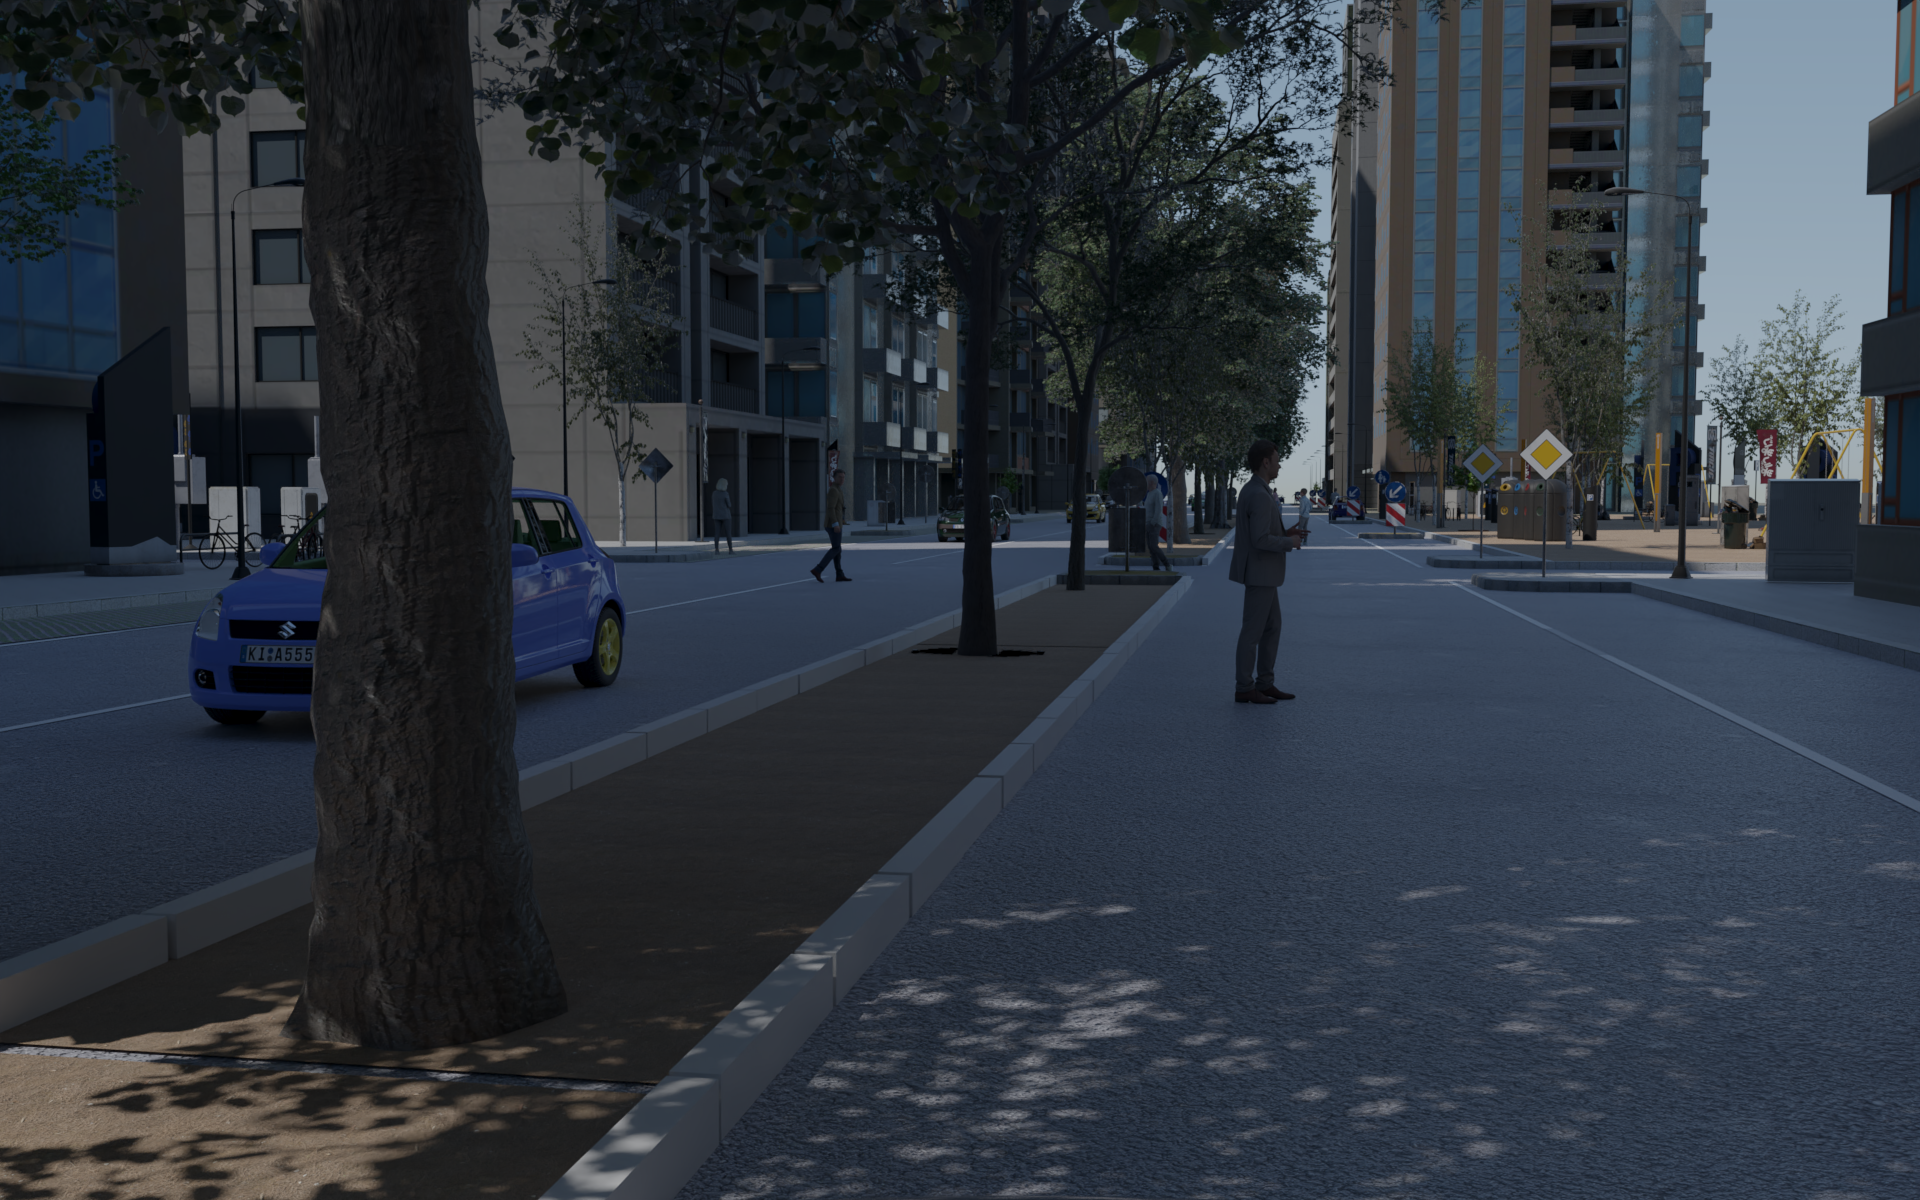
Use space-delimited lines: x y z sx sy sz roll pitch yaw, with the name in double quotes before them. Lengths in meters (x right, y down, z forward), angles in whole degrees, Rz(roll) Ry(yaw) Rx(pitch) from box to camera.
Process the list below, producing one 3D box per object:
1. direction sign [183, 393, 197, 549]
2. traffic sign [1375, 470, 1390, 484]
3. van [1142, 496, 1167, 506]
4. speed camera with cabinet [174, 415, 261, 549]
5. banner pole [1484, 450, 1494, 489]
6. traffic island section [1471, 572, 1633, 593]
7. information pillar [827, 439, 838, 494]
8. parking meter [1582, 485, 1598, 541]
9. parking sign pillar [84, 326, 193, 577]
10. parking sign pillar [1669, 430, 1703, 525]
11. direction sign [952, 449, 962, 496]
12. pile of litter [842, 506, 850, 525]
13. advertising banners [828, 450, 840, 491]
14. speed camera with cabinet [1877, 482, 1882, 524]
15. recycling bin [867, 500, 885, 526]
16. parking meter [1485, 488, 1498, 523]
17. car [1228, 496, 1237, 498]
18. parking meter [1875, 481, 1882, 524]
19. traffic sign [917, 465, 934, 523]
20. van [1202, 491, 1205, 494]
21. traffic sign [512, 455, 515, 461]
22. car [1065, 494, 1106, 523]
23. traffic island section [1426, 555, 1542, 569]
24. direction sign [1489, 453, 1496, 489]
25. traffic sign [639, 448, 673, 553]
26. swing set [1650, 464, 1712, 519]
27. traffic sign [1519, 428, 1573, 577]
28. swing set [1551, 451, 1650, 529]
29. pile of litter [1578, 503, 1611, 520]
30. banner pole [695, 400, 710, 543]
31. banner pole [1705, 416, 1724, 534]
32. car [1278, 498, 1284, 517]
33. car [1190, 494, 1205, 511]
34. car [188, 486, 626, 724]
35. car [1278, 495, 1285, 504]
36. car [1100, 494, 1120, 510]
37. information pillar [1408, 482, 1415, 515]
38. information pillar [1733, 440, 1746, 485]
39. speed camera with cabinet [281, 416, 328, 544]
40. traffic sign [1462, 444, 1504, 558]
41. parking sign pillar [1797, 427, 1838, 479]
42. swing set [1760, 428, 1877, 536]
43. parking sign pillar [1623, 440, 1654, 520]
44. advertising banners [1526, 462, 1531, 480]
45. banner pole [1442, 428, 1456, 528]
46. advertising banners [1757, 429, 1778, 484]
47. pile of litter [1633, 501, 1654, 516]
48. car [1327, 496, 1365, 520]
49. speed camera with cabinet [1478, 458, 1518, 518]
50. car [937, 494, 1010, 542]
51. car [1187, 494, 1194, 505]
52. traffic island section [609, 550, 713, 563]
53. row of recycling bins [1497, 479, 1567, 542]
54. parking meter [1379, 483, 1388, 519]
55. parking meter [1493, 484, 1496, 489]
"direction sign" -17.487 -2.891 39.267 0.379 3.537 0.876 -2 4 -32
"traffic sign" 22.222 -5.572 91.207 0.768 2.556 0.104 1 4 16
"van" 18.046 -9.527 160.151 2.240 2.365 5.245 1 4 12
"speed camera with cabinet" -17.506 -2.831 40.618 2.038 3.252 0.660 1 4 9
"banner pole" 29.879 -6.606 98.020 0.863 3.779 0.401 2 4 30
"traffic island section" 9.013 -0.270 26.693 2.009 0.180 2.903 1 4 10
"information pillar" -5.368 -5.006 73.210 0.504 3.616 0.183 1 4 15
"parking meter" 17.370 -2.405 47.740 0.372 1.533 0.369 0 3 0
"parking sign pillar" -13.121 -2.382 27.419 1.447 3.967 1.447 2 4 23
"parking sign pillar" 30.164 -5.111 72.043 1.447 3.967 1.447 -2 4 -26
"direction sign" -0.159 -5.825 87.228 0.379 3.537 0.876 -2 4 -34
"pile of litter" -5.191 -3.554 72.067 1.176 0.858 1.719 -1 4 -15
"advertising banners" -5.709 -4.455 69.032 2.074 3.025 0.090 -2 4 -28
"speed camera with cabinet" 13.217 -1.764 23.175 0.660 3.252 2.038 -1 4 -9
"recycling bin" -3.334 -3.444 68.869 0.722 1.027 0.722 0 4 -3
"parking meter" 25.666 -4.624 84.021 0.372 1.533 0.369 0 3 0
"car" 32.433 -12.170 208.569 1.945 1.707 3.694 1 4 12
"parking meter" 17.785 -1.519 33.254 0.372 1.533 0.369 0 3 0
"traffic sign" -1.499 -4.629 75.796 0.768 2.556 0.104 1 4 13
"van" 35.500 -14.821 249.341 2.013 2.044 4.112 1 4 9
"traffic sign" -7.985 -1.591 29.653 0.795 2.450 0.064 1 4 10
"car" 6.309 -4.669 86.568 2.015 1.641 3.980 1 4 10
"traffic island section" 10.414 -0.751 34.555 2.009 0.180 2.903 1 4 10
"direction sign" 29.611 -6.411 96.815 0.379 3.537 0.876 -2 4 -28
"traffic sign" -6.585 -2.072 37.515 0.795 2.450 0.064 1 4 10
"swing set" 37.403 -5.713 91.027 3.119 2.851 2.862 0 4 -1
"traffic sign" 8.989 -1.405 26.620 0.795 2.450 0.064 1 4 10
"swing set" 23.039 -4.045 63.759 2.862 2.851 3.119 -1 4 -16
"pile of litter" 31.067 -4.329 84.742 1.719 0.858 1.176 0 4 5
"banner pole" -6.827 -3.434 46.169 0.401 3.779 0.863 0 4 7
"banner pole" 24.274 -4.017 55.702 0.863 3.779 0.401 -2 4 -25
"car" 18.282 -5.577 103.183 2.014 1.417 4.499 1 4 9
"car" 20.257 -8.312 144.703 1.959 1.807 4.718 1 4 10
"car" -3.627 -0.133 11.769 1.945 1.707 3.694 1 4 9
"car" 48.384 -15.301 262.749 1.945 1.354 3.894 1 4 10
"car" 11.989 -8.018 140.885 2.009 1.686 4.222 1 4 10
"information pillar" 27.099 -6.083 103.947 0.304 2.012 0.304 0 4 7
"information pillar" 33.675 -5.107 74.848 0.504 3.616 0.183 -1 4 -8
"speed camera with cabinet" -16.188 -2.991 43.237 0.660 3.252 2.038 0 4 7
"traffic sign" 10.390 -1.886 34.482 0.795 2.450 0.064 1 4 10
"parking sign pillar" 33.702 -4.916 68.854 1.447 3.967 1.447 -3 5 -45
"swing set" 21.531 -2.742 42.460 2.862 2.851 3.119 1 4 9
"parking sign pillar" 33.712 -5.964 85.981 1.447 3.967 1.447 1 4 21
"advertising banners" 30.658 -5.830 91.509 2.074 3.025 0.090 3 4 37
"banner pole" 18.487 -4.621 65.576 0.401 3.779 0.863 -1 4 -22
"advertising banners" 22.317 -3.056 46.155 2.074 3.025 0.090 2 4 30
"pile of litter" 40.828 -5.424 102.642 1.176 0.858 1.719 -3 5 -43
"car" 20.399 -4.823 91.431 1.945 1.354 3.894 1 4 9
"speed camera with cabinet" 29.305 -6.120 94.397 0.660 3.252 2.038 -3 5 -45
"car" 0.440 -2.628 52.761 2.009 1.686 4.222 1 4 11
"car" 31.639 -13.681 233.477 2.009 1.686 4.222 1 4 10
"traffic island section" -6.609 -0.936 37.581 2.009 0.180 2.903 1 4 10
"row of recycling bins" 15.988 -2.519 48.303 1.069 1.692 3.534 0 4 -3
"parking meter" 21.643 -5.071 88.619 0.399 1.863 0.255 0 4 -3
"parking meter" 32.361 -6.084 105.179 0.255 1.863 0.399 2 4 25
